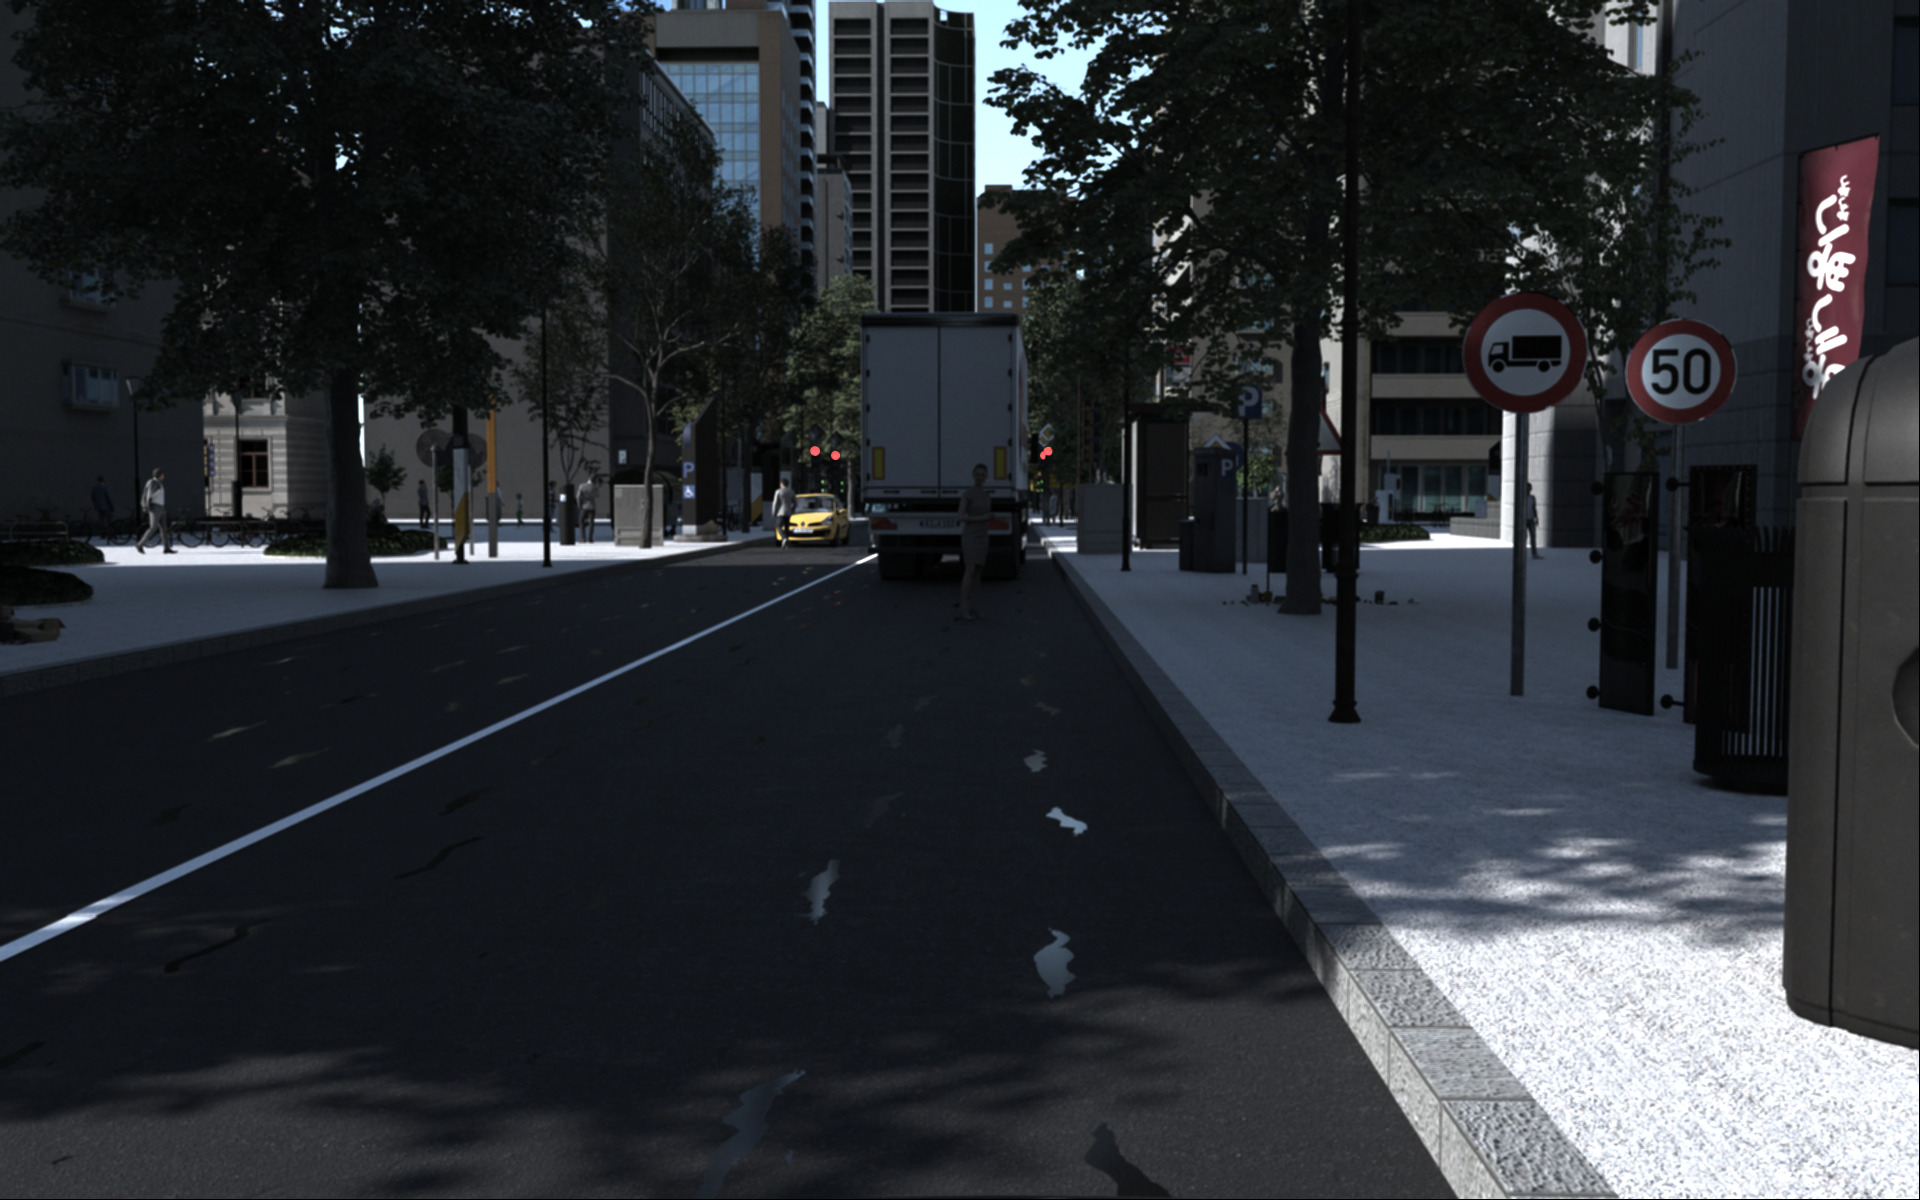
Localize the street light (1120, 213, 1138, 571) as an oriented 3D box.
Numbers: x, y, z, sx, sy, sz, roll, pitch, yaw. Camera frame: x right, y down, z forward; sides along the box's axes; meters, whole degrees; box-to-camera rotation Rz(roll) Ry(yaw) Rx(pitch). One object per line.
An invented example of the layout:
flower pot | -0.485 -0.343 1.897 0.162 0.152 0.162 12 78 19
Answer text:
street light | 2.771 -3.424 28.771 0.468 5.910 1.993 0 4 2

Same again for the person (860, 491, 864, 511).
person | -6.281 -6.596 114.062 0.709 1.800 0.728 -1 4 -16

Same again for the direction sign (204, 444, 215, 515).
direction sign | -33.830 -5.261 78.013 0.876 3.537 0.379 2 4 35

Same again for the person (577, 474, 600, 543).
person | -9.771 -2.401 45.488 0.592 1.802 0.473 0 4 -4

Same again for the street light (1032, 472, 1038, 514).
street light | 5.824 -9.669 130.874 0.468 5.910 1.993 0 4 2

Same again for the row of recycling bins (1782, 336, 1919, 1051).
row of recycling bins | 3.687 0.139 4.844 3.534 1.692 1.069 -2 4 -30

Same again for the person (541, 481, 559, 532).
person | -13.681 -3.114 57.793 0.643 1.720 0.563 -1 4 -20

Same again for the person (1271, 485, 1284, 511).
person | 18.667 -5.881 102.164 0.822 1.834 0.622 1 4 13

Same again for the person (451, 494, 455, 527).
person | -18.921 -3.623 65.556 0.850 1.792 0.678 1 4 22

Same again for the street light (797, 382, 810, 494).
street light | -6.195 -5.816 67.882 0.468 5.910 1.993 0 4 2

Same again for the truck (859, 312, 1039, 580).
truck | 0.001 -2.657 32.353 2.839 4.237 11.283 0 4 3

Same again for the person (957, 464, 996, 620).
person | 0.197 -0.674 19.867 0.374 1.781 0.599 3 5 43

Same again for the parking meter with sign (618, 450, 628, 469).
parking meter with sign | -12.755 -4.464 69.248 0.543 3.016 1.738 3 5 43

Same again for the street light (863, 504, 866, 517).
street light | -5.317 -7.575 96.643 0.468 5.910 1.993 0 4 2

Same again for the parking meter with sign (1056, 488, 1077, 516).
parking meter with sign | 5.941 -6.347 100.042 1.738 3.016 0.543 -1 4 -14

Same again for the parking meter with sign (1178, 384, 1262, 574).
parking meter with sign | 4.184 -1.960 28.309 0.543 3.016 1.738 -2 4 -26

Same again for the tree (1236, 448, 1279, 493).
tree | 20.417 -8.307 119.528 4.285 4.588 4.351 0 3 0

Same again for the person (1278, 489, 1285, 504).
person | 21.527 -6.769 116.702 0.713 1.824 0.794 1 4 17

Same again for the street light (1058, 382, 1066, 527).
street light | 3.947 -5.773 67.184 0.468 5.910 1.993 0 4 2

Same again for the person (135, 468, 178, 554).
person | -17.292 -1.901 37.223 0.850 1.850 0.679 -1 4 -10

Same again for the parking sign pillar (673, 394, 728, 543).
parking sign pillar | -6.958 -3.538 46.321 1.447 3.967 1.447 1 4 18

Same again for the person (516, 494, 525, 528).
person | -16.533 -3.354 65.135 0.306 1.304 0.590 2 4 26

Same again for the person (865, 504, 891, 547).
person | -2.091 -2.180 44.167 0.660 1.820 0.620 0 4 -4

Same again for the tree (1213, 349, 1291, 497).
tree | 14.852 -8.339 86.699 4.360 8.622 3.978 0 3 0

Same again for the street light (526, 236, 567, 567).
street light | -7.275 -3.520 30.346 0.468 5.910 1.993 0 4 2

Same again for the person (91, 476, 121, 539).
person | -24.358 -2.635 49.311 0.721 1.800 0.419 0 4 2

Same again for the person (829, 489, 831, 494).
person | -13.417 -10.548 178.522 0.705 1.822 1.348 0 4 -2

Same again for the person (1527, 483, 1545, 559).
person | 11.278 -1.571 34.325 0.503 1.515 0.523 -3 4 -36

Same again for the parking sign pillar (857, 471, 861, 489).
parking sign pillar | -6.825 -8.180 122.213 1.447 3.967 1.447 1 4 17

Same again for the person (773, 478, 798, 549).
person | -4.541 -2.250 45.140 0.661 1.843 0.795 -2 4 -23

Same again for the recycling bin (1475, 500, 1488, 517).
recycling bin | 23.697 -4.003 78.004 0.722 1.027 0.722 -2 4 -28

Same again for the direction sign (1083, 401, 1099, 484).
direction sign | 3.205 -3.084 42.412 0.379 3.537 0.876 2 4 29

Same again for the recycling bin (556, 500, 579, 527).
recycling bin | -15.500 -3.428 68.598 0.722 1.027 0.722 3 4 38

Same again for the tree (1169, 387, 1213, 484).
tree | 15.122 -9.993 113.747 4.360 8.622 3.978 0 3 0

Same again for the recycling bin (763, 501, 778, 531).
recycling bin | -6.543 -2.953 60.828 0.722 1.027 0.722 0 4 -1

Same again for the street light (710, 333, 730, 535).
street light | -6.722 -4.678 49.266 0.468 5.910 1.993 0 4 2

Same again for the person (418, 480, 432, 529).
person | -19.822 -3.541 64.124 0.473 1.802 0.592 1 4 16

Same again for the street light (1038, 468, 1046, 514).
street light | 4.605 -7.380 93.449 0.468 5.910 1.993 0 4 2

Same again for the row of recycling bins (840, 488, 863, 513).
row of recycling bins | -7.306 -6.780 117.961 1.069 1.692 3.534 2 4 34

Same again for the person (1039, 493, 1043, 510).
person | 6.458 -8.161 139.681 0.606 1.804 0.583 -3 5 -44

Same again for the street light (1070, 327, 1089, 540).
street light | 3.294 -4.587 47.789 0.468 5.910 1.993 0 4 2

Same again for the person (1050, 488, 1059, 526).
person | 3.976 -3.925 73.682 0.522 1.701 0.512 -2 4 -26

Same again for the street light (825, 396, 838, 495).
street light | -5.816 -6.457 78.356 0.468 5.910 1.993 0 4 2

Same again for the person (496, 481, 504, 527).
person | -18.315 -3.792 68.262 0.641 1.798 0.478 -3 5 -42

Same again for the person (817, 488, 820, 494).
person | -11.738 -8.320 142.617 0.519 1.759 0.362 3 5 39

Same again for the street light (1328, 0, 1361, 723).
street light | 2.171 -2.251 9.596 0.468 5.910 1.993 0 4 2

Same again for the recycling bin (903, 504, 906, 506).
recycling bin | -4.270 -7.190 130.117 0.722 1.027 0.722 0 4 -7
